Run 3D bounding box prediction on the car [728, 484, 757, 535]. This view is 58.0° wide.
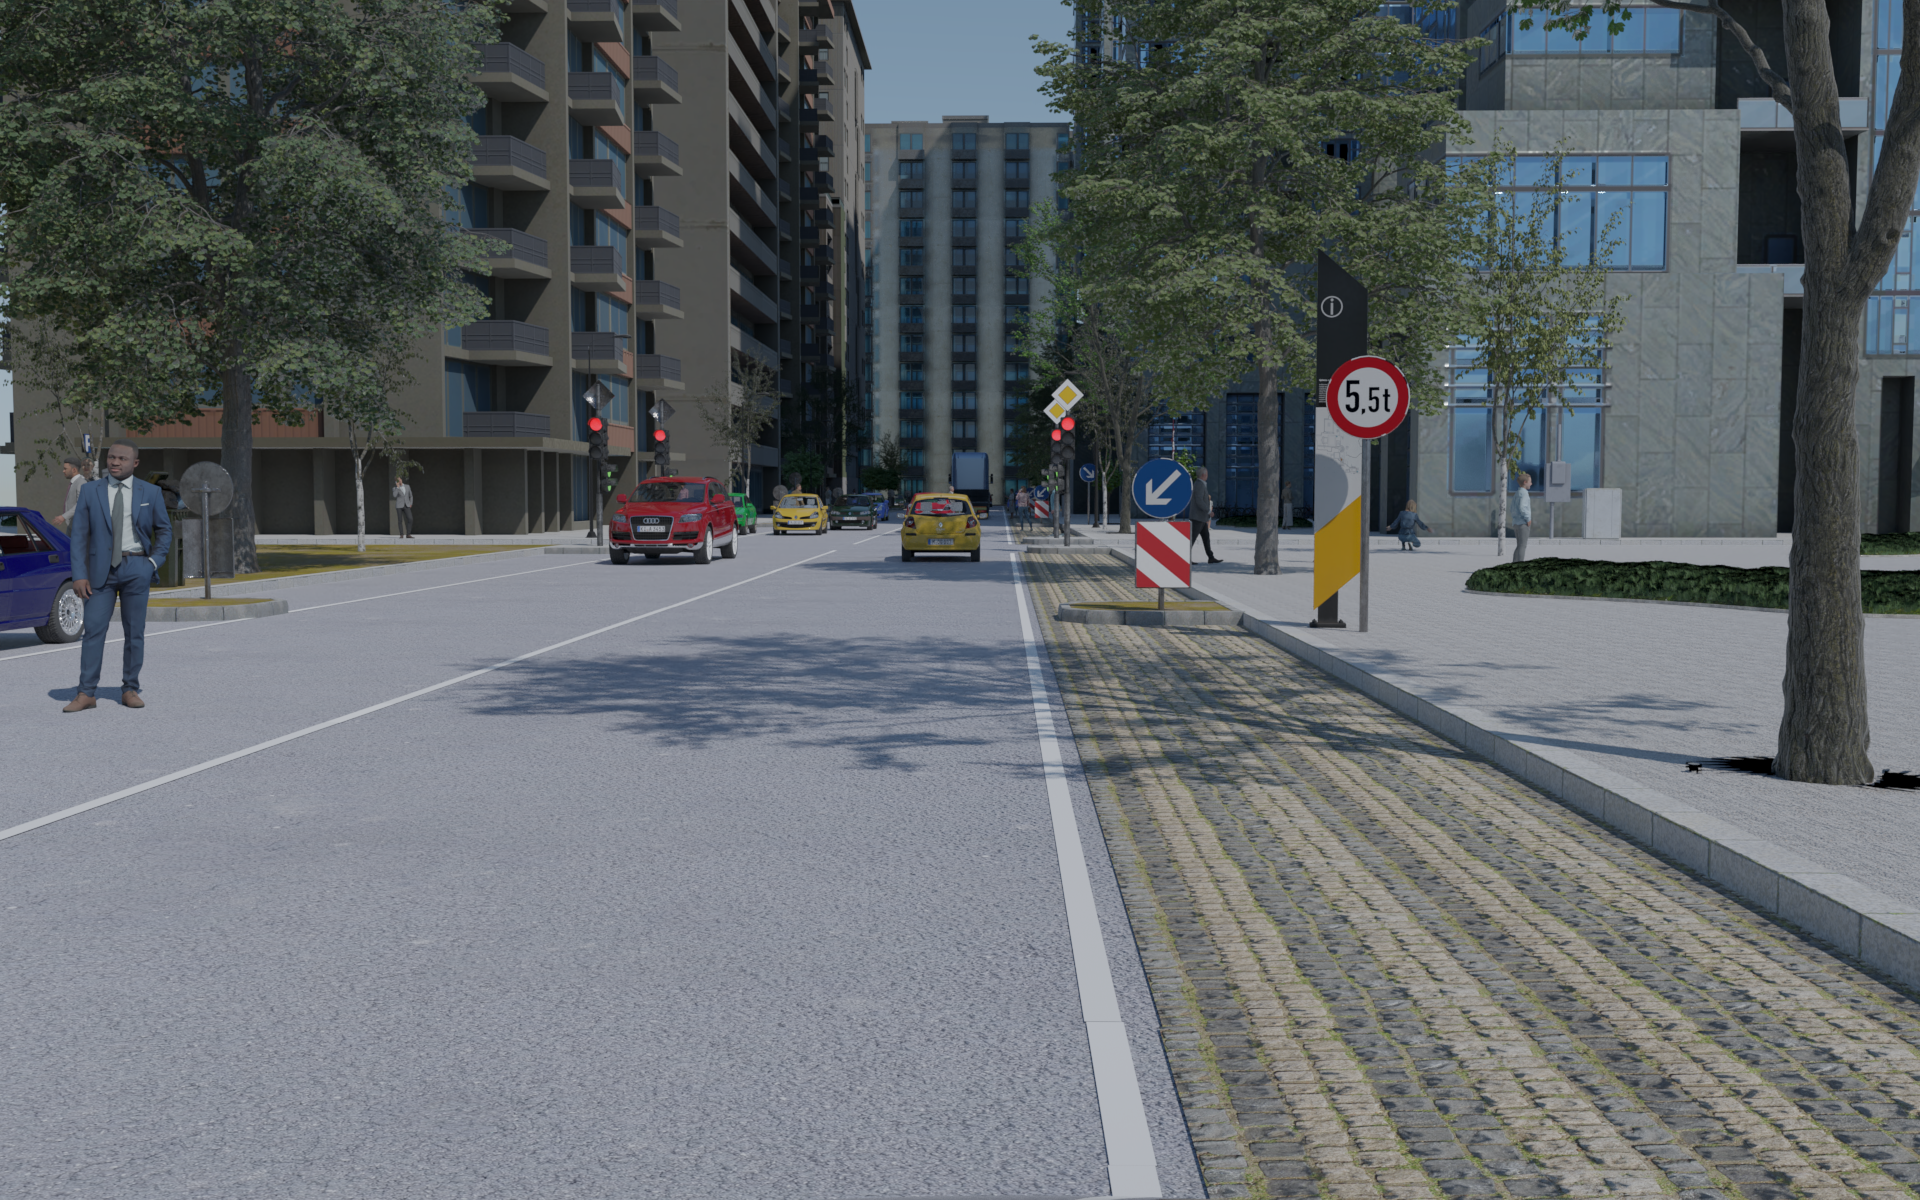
[{"bbox_3d":[-8.290,-3.230,61.601,1.959,1.807,4.718,0,4,0],"label":"car"}]

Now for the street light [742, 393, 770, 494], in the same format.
[{"bbox_3d":[-9.421,-6.540,79.476,1.470,5.913,1.316,0,4,1],"label":"street light"}]

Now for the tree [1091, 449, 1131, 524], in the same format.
[{"bbox_3d":[6.190,-4.826,73.513,1.663,3.219,1.824,0,3,0],"label":"tree"}]

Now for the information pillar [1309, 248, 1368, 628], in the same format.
[{"bbox_3d":[3.620,-1.541,16.546,0.504,3.616,0.183,1,4,9],"label":"information pillar"}]

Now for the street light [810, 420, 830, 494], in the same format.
[{"bbox_3d":[-8.806,-8.319,108.556,1.470,5.913,1.316,0,4,1],"label":"street light"}]

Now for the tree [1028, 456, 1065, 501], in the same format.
[{"bbox_3d":[6.910,-9.576,140.284,4.285,4.588,4.351,0,3,0],"label":"tree"}]

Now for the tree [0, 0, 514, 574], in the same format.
[{"bbox_3d":[-11.797,-7.415,27.893,9.857,13.997,8.962,0,3,0],"label":"tree"}]

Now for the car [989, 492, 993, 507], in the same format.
[{"bbox_3d":[2.530,-11.167,191.245,2.281,1.827,5.304,0,3,0],"label":"car"}]

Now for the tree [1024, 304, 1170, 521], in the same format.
[{"bbox_3d":[6.213,-8.999,81.543,7.601,10.594,8.767,-3,5,-40],"label":"tree"}]

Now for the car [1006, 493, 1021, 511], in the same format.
[{"bbox_3d":[4.828,-8.295,145.211,1.945,1.707,3.694,0,4,0],"label":"car"}]

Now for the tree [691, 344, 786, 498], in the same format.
[{"bbox_3d":[-10.545,-8.170,83.949,4.360,8.622,3.978,0,3,0],"label":"tree"}]

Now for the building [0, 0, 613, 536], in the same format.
[{"bbox_3d":[-22.957,-25.146,65.757,22.147,44.769,28.867,0,4,1],"label":"building"}]

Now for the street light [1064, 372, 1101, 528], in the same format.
[{"bbox_3d":[4.632,-5.697,65.684,1.470,5.913,1.316,0,4,1],"label":"street light"}]

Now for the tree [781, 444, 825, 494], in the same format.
[{"bbox_3d":[-10.367,-8.024,114.900,4.285,4.588,4.351,0,3,0],"label":"tree"}]

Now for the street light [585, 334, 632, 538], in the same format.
[{"bbox_3d":[-10.238,-4.767,50.482,1.470,5.913,1.316,0,4,1],"label":"street light"}]

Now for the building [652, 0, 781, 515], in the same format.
[{"bbox_3d":[-22.325,-29.058,98.808,21.300,48.544,21.600,0,4,1],"label":"building"}]

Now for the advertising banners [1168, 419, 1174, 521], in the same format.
[{"bbox_3d":[4.840,-2.659,39.659,0.090,3.025,2.074,1,4,10],"label":"advertising banners"}]

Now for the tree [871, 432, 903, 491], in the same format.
[{"bbox_3d":[-8.303,-15.463,203.175,4.360,8.622,3.978,0,3,0],"label":"tree"}]

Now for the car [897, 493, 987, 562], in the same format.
[{"bbox_3d":[-0.400,-1.703,38.060,2.015,1.641,3.980,0,3,0],"label":"car"}]

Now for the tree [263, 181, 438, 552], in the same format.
[{"bbox_3d":[-13.380,-5.373,38.213,4.360,8.622,3.978,0,3,0],"label":"tree"}]

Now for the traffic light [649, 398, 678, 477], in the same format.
[{"bbox_3d":[-8.668,-3.770,50.554,0.839,4.253,0.868,0,4,1],"label":"traffic light"}]

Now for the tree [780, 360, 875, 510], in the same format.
[{"bbox_3d":[-9.704,-11.442,121.489,8.767,10.594,7.601,1,4,15],"label":"tree"}]

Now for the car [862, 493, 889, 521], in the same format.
[{"bbox_3d":[-4.728,-5.055,92.239,1.945,1.707,3.694,0,4,2],"label":"car"}]

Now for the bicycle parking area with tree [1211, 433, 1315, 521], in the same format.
[{"bbox_3d":[16.343,-5.929,83.937,9.016,4.147,8.231,0,4,3],"label":"bicycle parking area with tree"}]

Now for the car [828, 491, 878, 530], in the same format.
[{"bbox_3d":[-4.267,-3.657,69.578,2.009,1.686,4.222,0,4,1],"label":"car"}]

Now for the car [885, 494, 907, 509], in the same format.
[{"bbox_3d":[-5.965,-9.299,161.816,2.009,1.686,4.222,0,4,1],"label":"car"}]

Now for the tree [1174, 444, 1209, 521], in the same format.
[{"bbox_3d":[8.487,-4.386,66.312,1.663,3.219,1.824,0,3,0],"label":"tree"}]

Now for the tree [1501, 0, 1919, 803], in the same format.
[{"bbox_3d":[4.060,-5.002,7.544,9.928,11.665,9.643,0,3,0],"label":"tree"}]

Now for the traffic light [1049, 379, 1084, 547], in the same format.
[{"bbox_3d":[2.604,-3.266,42.321,0.839,4.253,0.868,0,4,1],"label":"traffic light"}]

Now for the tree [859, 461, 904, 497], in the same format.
[{"bbox_3d":[-8.452,-11.599,173.365,4.285,4.588,4.351,0,3,0],"label":"tree"}]

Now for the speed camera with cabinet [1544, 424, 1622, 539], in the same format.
[{"bbox_3d":[17.705,-3.359,49.253,2.038,3.252,0.660,1,4,12],"label":"speed camera with cabinet"}]

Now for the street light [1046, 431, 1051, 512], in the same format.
[{"bbox_3d":[5.369,-7.470,94.681,1.470,5.913,1.316,0,4,1],"label":"street light"}]

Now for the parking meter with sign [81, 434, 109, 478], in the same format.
[{"bbox_3d":[-24.466,-3.304,50.289,1.738,3.016,0.543,0,4,-1],"label":"parking meter with sign"}]

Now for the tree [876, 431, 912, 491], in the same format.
[{"bbox_3d":[-7.526,-15.097,197.198,4.737,8.622,4.395,0,3,0],"label":"tree"}]

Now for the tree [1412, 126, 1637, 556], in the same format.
[{"bbox_3d":[11.451,-5.212,35.580,4.737,8.622,4.395,0,3,0],"label":"tree"}]

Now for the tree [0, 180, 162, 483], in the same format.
[{"bbox_3d":[-19.443,-5.385,38.407,4.360,8.622,3.978,0,3,0],"label":"tree"}]

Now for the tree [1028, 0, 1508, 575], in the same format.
[{"bbox_3d":[4.520,-6.688,27.483,7.486,12.596,7.792,0,3,0],"label":"tree"}]

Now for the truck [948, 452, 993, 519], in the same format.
[{"bbox_3d":[0.540,-7.115,106.091,2.967,4.110,18.799,0,4,1],"label":"truck"}]

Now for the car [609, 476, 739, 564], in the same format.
[{"bbox_3d":[-6.044,-1.732,36.986,2.281,1.827,5.304,0,4,2],"label":"car"}]

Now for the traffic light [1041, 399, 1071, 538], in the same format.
[{"bbox_3d":[2.790,-3.754,50.304,0.839,4.253,0.868,0,4,1],"label":"traffic light"}]

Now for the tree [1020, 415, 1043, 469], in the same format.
[{"bbox_3d":[7.734,-12.538,155.365,4.360,8.622,3.978,0,3,0],"label":"tree"}]

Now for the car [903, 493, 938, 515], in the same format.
[{"bbox_3d":[-1.097,-3.463,65.667,2.155,1.783,4.494,0,4,0],"label":"car"}]

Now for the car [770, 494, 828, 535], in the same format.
[{"bbox_3d":[-5.638,-3.123,61.281,2.015,1.641,3.980,0,4,0],"label":"car"}]

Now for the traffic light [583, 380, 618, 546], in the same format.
[{"bbox_3d":[-8.855,-3.281,42.571,0.839,4.253,0.868,0,4,1],"label":"traffic light"}]

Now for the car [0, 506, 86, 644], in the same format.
[{"bbox_3d":[-9.411,-0.170,15.358,1.945,1.354,3.894,0,4,1],"label":"car"}]

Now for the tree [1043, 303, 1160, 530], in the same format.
[{"bbox_3d":[5.223,-6.834,62.105,4.360,8.622,3.978,0,3,0],"label":"tree"}]
